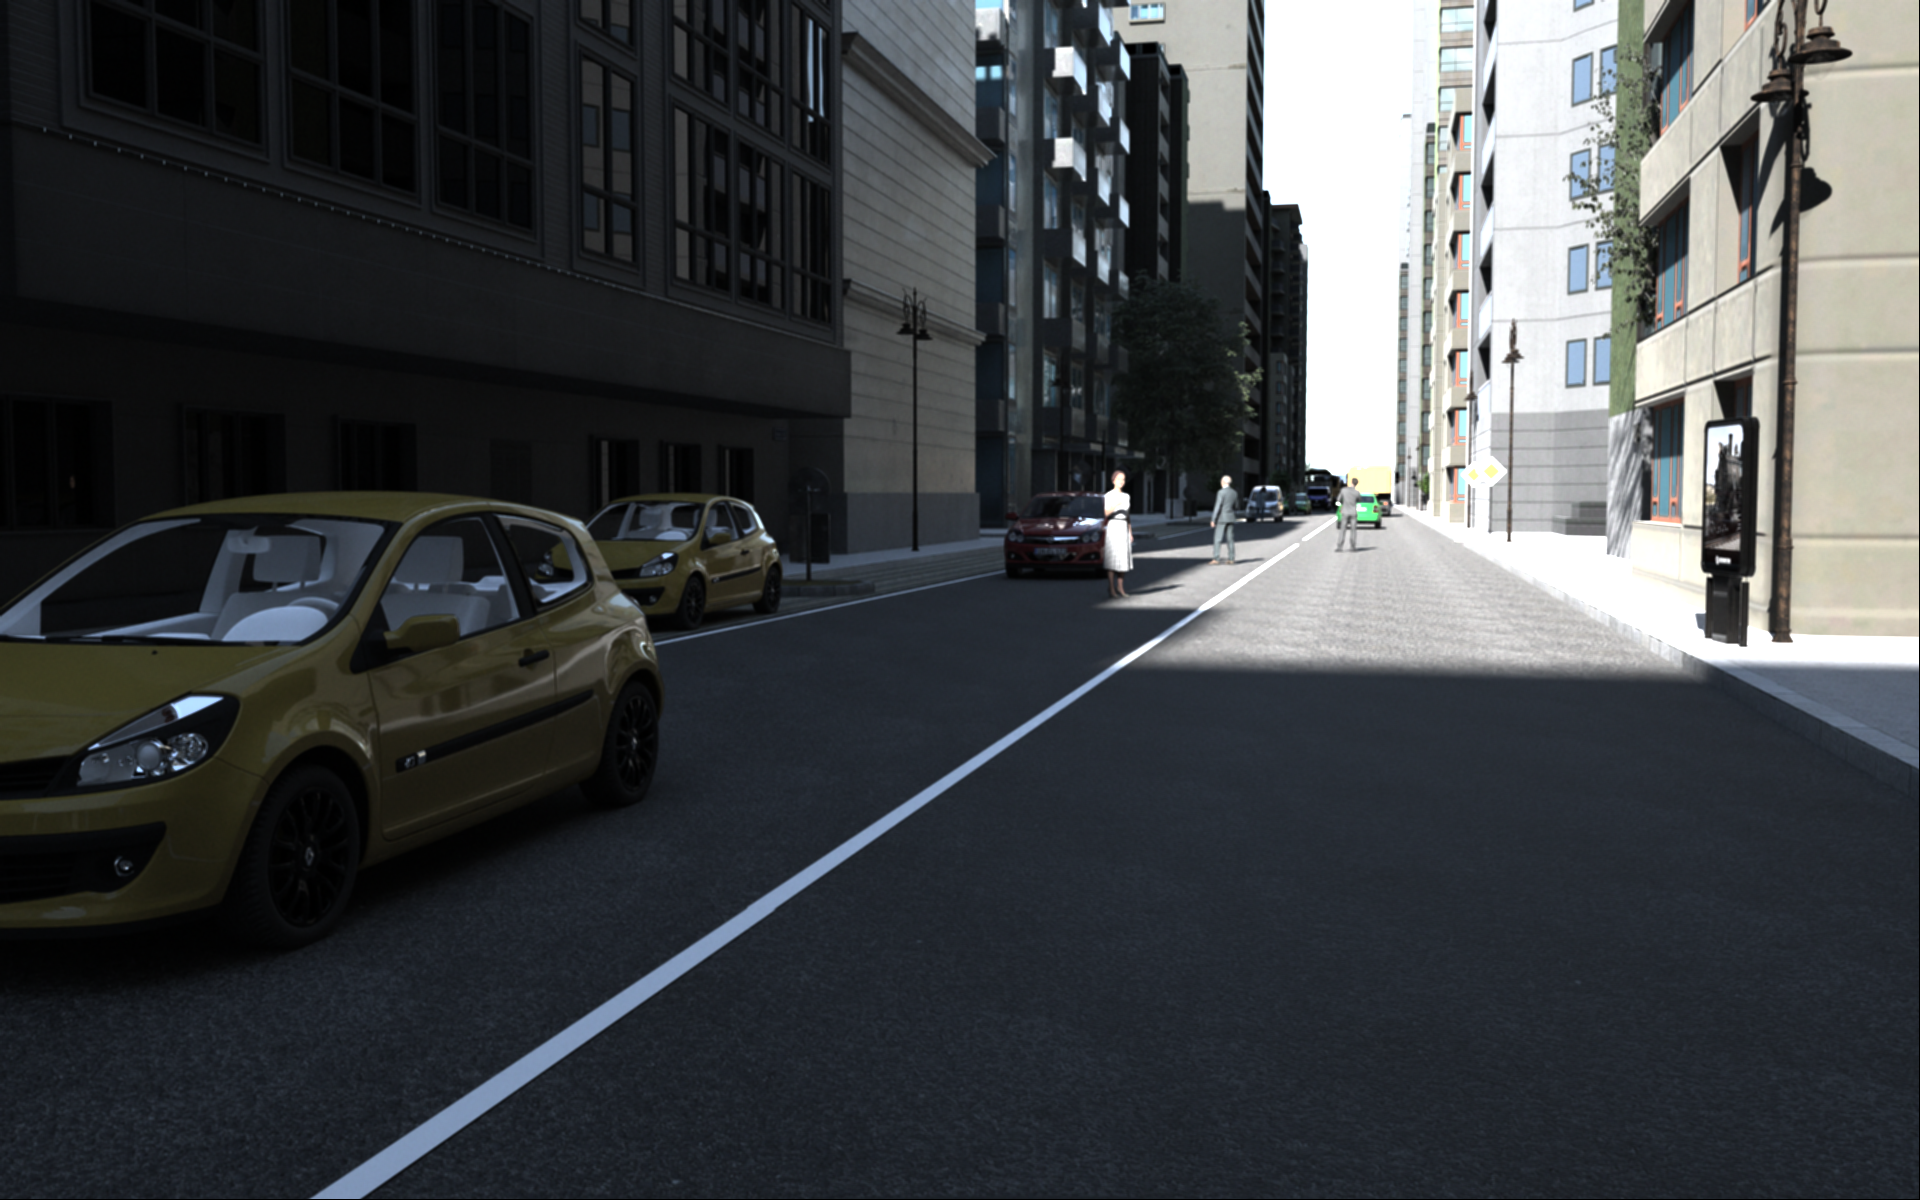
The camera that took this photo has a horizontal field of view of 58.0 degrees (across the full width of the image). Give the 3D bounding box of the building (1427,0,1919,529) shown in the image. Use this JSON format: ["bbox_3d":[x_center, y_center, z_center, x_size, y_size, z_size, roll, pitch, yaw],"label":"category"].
[{"bbox_3d":[37.878,-14.675,84.972,27.650,21.520,28.899,1,4,13],"label":"building"}]

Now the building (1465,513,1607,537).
[{"bbox_3d":[32.244,-31.496,56.962,28.212,58.520,21.231,1,4,13],"label":"building"}]

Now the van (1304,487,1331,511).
[{"bbox_3d":[30.675,-8.800,148.270,2.240,2.365,5.245,1,4,15],"label":"van"}]

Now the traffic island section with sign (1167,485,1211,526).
[{"bbox_3d":[10.501,-4.287,78.721,1.989,1.847,2.006,1,4,13],"label":"traffic island section with sign"}]

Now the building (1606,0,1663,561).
[{"bbox_3d":[21.006,-16.178,36.204,14.160,30.474,14.107,1,4,13],"label":"building"}]

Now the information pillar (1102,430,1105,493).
[{"bbox_3d":[5.221,-4.383,63.021,0.183,3.616,0.504,0,4,8],"label":"information pillar"}]

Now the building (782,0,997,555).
[{"bbox_3d":[-11.699,-15.744,44.802,23.554,28.519,14.401,1,4,13],"label":"building"}]

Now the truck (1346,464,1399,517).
[{"bbox_3d":[26.627,-7.113,112.218,3.469,3.379,9.791,1,4,15],"label":"truck"}]

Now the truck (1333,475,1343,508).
[{"bbox_3d":[37.957,-11.214,179.265,3.469,3.379,9.791,1,4,13],"label":"truck"}]

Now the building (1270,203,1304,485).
[{"bbox_3d":[39.003,-36.766,255.742,22.147,44.769,28.867,1,4,13],"label":"building"}]

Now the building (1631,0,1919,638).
[{"bbox_3d":[19.574,-9.878,6.551,27.650,21.520,28.899,1,4,13],"label":"building"}]

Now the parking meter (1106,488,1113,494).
[{"bbox_3d":[5.892,-3.625,67.687,0.372,1.533,0.369,0,3,0],"label":"parking meter"}]

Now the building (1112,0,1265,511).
[{"bbox_3d":[13.450,-31.719,142.301,21.300,48.544,21.600,1,4,13],"label":"building"}]

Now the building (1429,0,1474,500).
[{"bbox_3d":[39.530,-26.572,118.045,14.154,41.232,14.086,1,4,13],"label":"building"}]

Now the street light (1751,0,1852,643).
[{"bbox_3d":[7.110,-2.569,14.795,0.468,5.910,1.993,1,4,13],"label":"street light"}]

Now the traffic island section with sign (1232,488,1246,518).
[{"bbox_3d":[16.736,-5.891,104.948,1.989,1.847,2.006,1,4,13],"label":"traffic island section with sign"}]

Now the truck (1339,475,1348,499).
[{"bbox_3d":[53.614,-15.573,244.374,2.967,4.110,18.799,1,4,12],"label":"truck"}]

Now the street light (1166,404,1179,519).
[{"bbox_3d":[10.861,-7.088,88.672,0.468,5.910,1.993,1,4,13],"label":"street light"}]

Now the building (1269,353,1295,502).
[{"bbox_3d":[29.470,-23.489,229.080,27.650,21.520,28.899,1,4,13],"label":"building"}]

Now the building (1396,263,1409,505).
[{"bbox_3d":[61.687,-27.137,215.386,14.160,30.474,14.107,1,4,13],"label":"building"}]

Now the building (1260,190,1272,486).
[{"bbox_3d":[21.083,-23.710,159.360,14.160,30.474,14.107,1,4,13],"label":"building"}]

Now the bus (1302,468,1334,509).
[{"bbox_3d":[34.478,-10.688,166.291,2.896,3.916,12.252,1,4,13],"label":"bus"}]

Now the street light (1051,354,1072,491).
[{"bbox_3d":[3.361,-5.166,57.252,0.468,5.910,1.993,1,4,13],"label":"street light"}]

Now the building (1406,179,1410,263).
[{"bbox_3d":[72.268,-37.704,236.067,23.786,49.044,30.456,1,4,13],"label":"building"}]

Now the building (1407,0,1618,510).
[{"bbox_3d":[58.368,-39.226,183.338,21.231,58.520,28.212,1,4,13],"label":"building"}]

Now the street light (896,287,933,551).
[{"bbox_3d":[-1.009,-4.043,38.895,0.468,5.910,1.993,1,4,13],"label":"street light"}]

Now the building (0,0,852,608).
[{"bbox_3d":[-11.609,-14.144,24.768,14.314,27.812,24.014,1,4,13],"label":"building"}]

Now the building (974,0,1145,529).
[{"bbox_3d":[-4.574,-27.980,77.088,23.786,49.044,30.456,1,4,13],"label":"building"}]

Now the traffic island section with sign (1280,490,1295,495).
[{"bbox_3d":[34.639,-10.498,180.272,1.989,1.847,2.006,1,4,13],"label":"traffic island section with sign"}]

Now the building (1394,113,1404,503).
[{"bbox_3d":[77.699,-44.243,265.368,21.231,58.520,28.212,1,4,13],"label":"building"}]

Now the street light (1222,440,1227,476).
[{"bbox_3d":[18.416,-9.046,120.686,0.468,5.910,1.993,1,4,13],"label":"street light"}]

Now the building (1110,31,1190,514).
[{"bbox_3d":[7.120,-20.867,112.873,14.160,30.474,14.107,1,4,13],"label":"building"}]

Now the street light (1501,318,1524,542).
[{"bbox_3d":[14.572,-4.465,45.783,0.468,5.910,1.993,1,4,13],"label":"street light"}]

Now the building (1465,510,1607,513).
[{"bbox_3d":[52.264,-37.498,155.098,21.231,58.520,28.212,1,4,13],"label":"building"}]

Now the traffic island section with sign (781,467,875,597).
[{"bbox_3d":[-2.305,-0.994,24.886,1.989,1.847,2.006,1,4,13],"label":"traffic island section with sign"}]

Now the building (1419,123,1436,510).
[{"bbox_3d":[43.543,-22.300,136.313,14.160,30.474,14.107,1,4,13],"label":"building"}]

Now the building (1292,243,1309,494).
[{"bbox_3d":[48.001,-36.244,276.184,14.154,41.232,14.086,1,4,13],"label":"building"}]

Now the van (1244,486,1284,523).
[{"bbox_3d":[15.601,-4.990,88.598,2.013,2.044,4.112,1,4,14],"label":"van"}]
